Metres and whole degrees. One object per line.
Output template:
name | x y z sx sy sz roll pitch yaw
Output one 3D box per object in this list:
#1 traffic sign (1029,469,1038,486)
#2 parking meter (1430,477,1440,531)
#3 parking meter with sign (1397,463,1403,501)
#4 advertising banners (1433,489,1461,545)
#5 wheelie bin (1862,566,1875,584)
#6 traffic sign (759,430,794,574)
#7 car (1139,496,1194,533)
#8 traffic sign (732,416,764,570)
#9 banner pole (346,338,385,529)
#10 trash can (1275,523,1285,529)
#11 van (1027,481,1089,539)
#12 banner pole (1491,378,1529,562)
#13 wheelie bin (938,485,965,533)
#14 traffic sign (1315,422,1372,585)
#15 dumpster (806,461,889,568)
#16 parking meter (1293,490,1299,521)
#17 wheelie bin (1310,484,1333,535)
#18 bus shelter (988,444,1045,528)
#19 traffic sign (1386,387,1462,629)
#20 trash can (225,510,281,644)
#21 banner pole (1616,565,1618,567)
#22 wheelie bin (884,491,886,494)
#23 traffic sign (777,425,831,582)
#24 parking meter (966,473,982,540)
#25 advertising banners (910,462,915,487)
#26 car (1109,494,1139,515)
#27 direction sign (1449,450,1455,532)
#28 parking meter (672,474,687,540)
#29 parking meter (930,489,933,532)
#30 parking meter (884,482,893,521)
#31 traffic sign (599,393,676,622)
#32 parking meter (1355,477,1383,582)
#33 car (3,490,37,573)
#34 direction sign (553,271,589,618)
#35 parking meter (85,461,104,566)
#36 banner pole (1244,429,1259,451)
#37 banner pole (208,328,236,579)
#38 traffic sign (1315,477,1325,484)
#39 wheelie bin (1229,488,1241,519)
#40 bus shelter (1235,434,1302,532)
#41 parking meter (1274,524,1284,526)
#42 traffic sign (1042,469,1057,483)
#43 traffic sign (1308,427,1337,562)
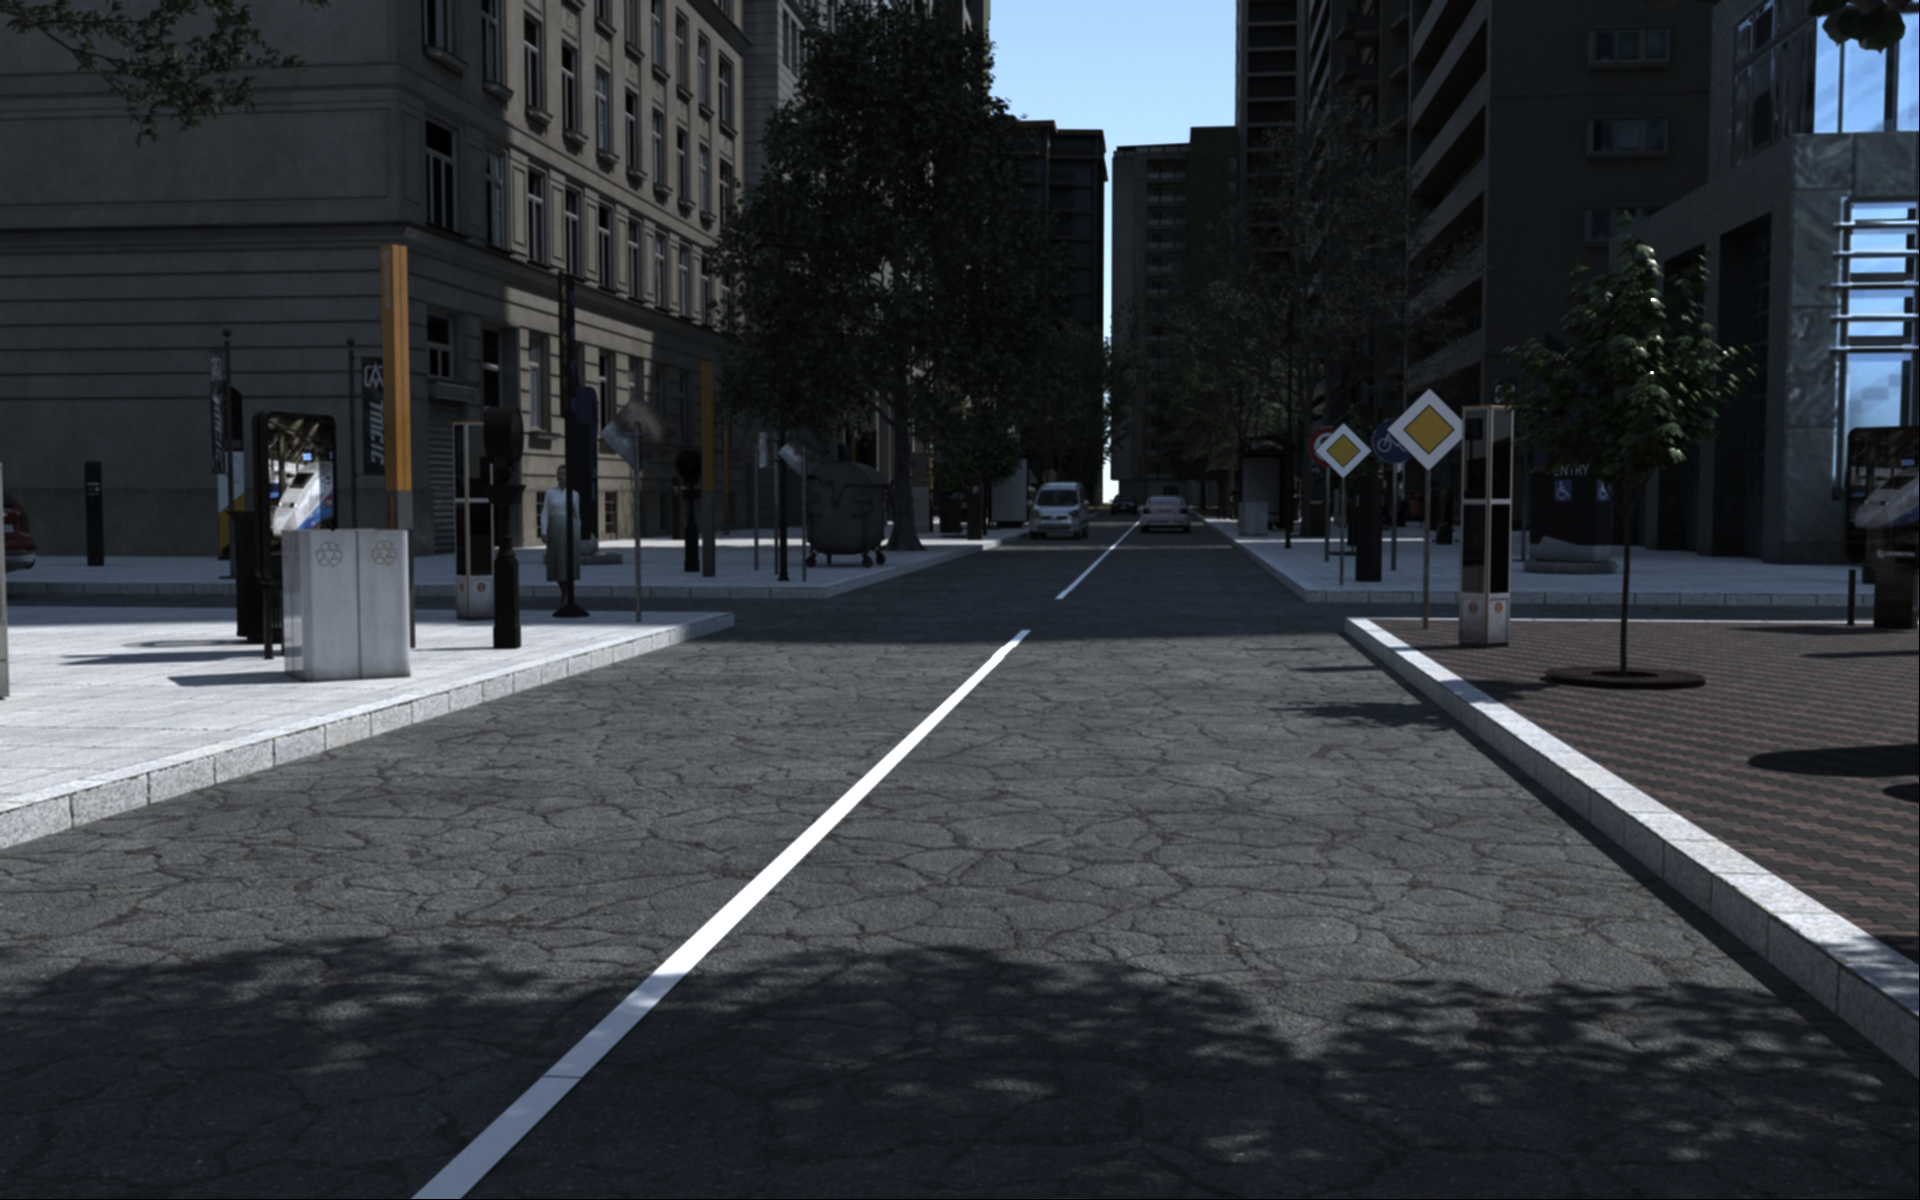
traffic sign | 3.541 -5.397 88.248 0.884 2.594 0.081 1 4 10
parking meter | 16.621 -3.367 60.756 0.255 1.863 0.399 -1 4 -17
parking meter with sign | 24.577 -6.128 96.460 0.543 3.016 1.738 1 4 12
advertising banners | 12.801 -2.891 43.455 0.090 3.025 2.074 -3 5 -41
wheelie bin | 13.227 -1.029 24.737 0.693 1.594 0.980 3 5 45
traffic sign | -2.931 -1.559 27.625 0.606 2.300 0.079 1 4 16
car | 7.771 -3.238 65.298 2.083 1.381 4.827 0 4 8
traffic sign | -3.419 -1.776 29.040 0.884 2.594 0.081 1 4 15
banner pole | -9.530 -2.315 27.871 0.863 3.779 0.401 0 4 -4
trash can | 12.039 -3.229 64.442 0.748 1.137 0.748 0 3 0
van | 3.233 -3.002 56.096 2.013 2.044 4.112 1 4 9
banner pole | 10.525 -2.628 32.990 0.863 3.779 0.401 2 4 25
wheelie bin | -0.301 -3.009 57.106 0.980 1.594 0.693 2 4 23
traffic sign | 5.367 -1.264 24.307 0.795 2.450 0.064 0 4 7
dumpster | -2.033 -1.531 30.797 1.264 1.857 1.865 0 4 7
parking meter | 15.861 -4.503 82.035 0.372 1.533 0.369 0 3 0
wheelie bin | 11.149 -2.811 53.872 0.980 1.594 0.693 3 4 37
bus shelter | 2.103 -4.520 67.833 2.014 3.302 5.546 0 4 7
traffic sign | 4.416 -0.779 16.378 0.795 2.450 0.064 0 4 7
trash can | -5.964 -0.207 15.044 0.748 1.137 0.748 0 3 0
banner pole | 11.610 -2.469 30.378 0.863 3.779 0.401 3 5 40
wheelie bin | -3.719 -4.218 76.876 0.693 1.594 0.980 -3 5 -41
traffic sign | -2.270 -1.321 25.240 0.795 2.450 0.064 0 4 7
parking meter | 0.390 -2.607 48.337 0.399 1.863 0.255 -1 4 -18
advertising banners | -3.469 -6.096 95.851 2.074 3.025 0.090 1 4 20
car | 11.289 -6.676 118.938 2.009 1.686 4.222 0 4 8
direction sign | 16.708 -4.099 59.018 0.379 3.537 0.876 1 4 20
parking meter | -7.878 -2.622 48.579 0.255 1.863 0.399 2 4 28
parking meter | -1.102 -3.074 58.670 0.372 1.533 0.369 0 3 0
parking meter | -3.397 -4.685 82.308 0.399 1.863 0.255 3 4 37
traffic sign | -3.221 -0.836 17.311 0.795 2.450 0.064 0 4 7
parking meter | 6.006 -1.040 25.423 0.372 1.533 0.369 0 3 0
car | -15.467 -0.913 23.605 5.304 1.827 2.281 0 4 5
direction sign | -4.083 -1.595 18.071 0.379 3.537 0.876 0 4 -4
parking meter | -15.454 -1.542 30.919 0.255 1.863 0.399 -2 4 -24
banner pole | 11.154 -4.687 66.652 0.863 3.779 0.401 3 5 43
banner pole | -11.236 -2.226 26.413 0.863 3.779 0.401 3 5 43
traffic sign | 12.773 -3.801 62.146 0.884 2.594 0.081 1 4 12
wheelie bin | 14.104 -4.889 87.845 0.693 1.594 0.980 3 5 43
bus shelter | 10.760 -4.090 60.788 2.014 3.302 5.546 0 4 7
parking meter | 12.530 -3.808 67.973 0.399 1.863 0.255 0 4 -1
traffic sign | 4.609 -5.451 89.225 0.768 2.556 0.104 0 4 8
traffic sign | 6.963 -2.000 32.801 0.768 2.556 0.104 0 4 8
